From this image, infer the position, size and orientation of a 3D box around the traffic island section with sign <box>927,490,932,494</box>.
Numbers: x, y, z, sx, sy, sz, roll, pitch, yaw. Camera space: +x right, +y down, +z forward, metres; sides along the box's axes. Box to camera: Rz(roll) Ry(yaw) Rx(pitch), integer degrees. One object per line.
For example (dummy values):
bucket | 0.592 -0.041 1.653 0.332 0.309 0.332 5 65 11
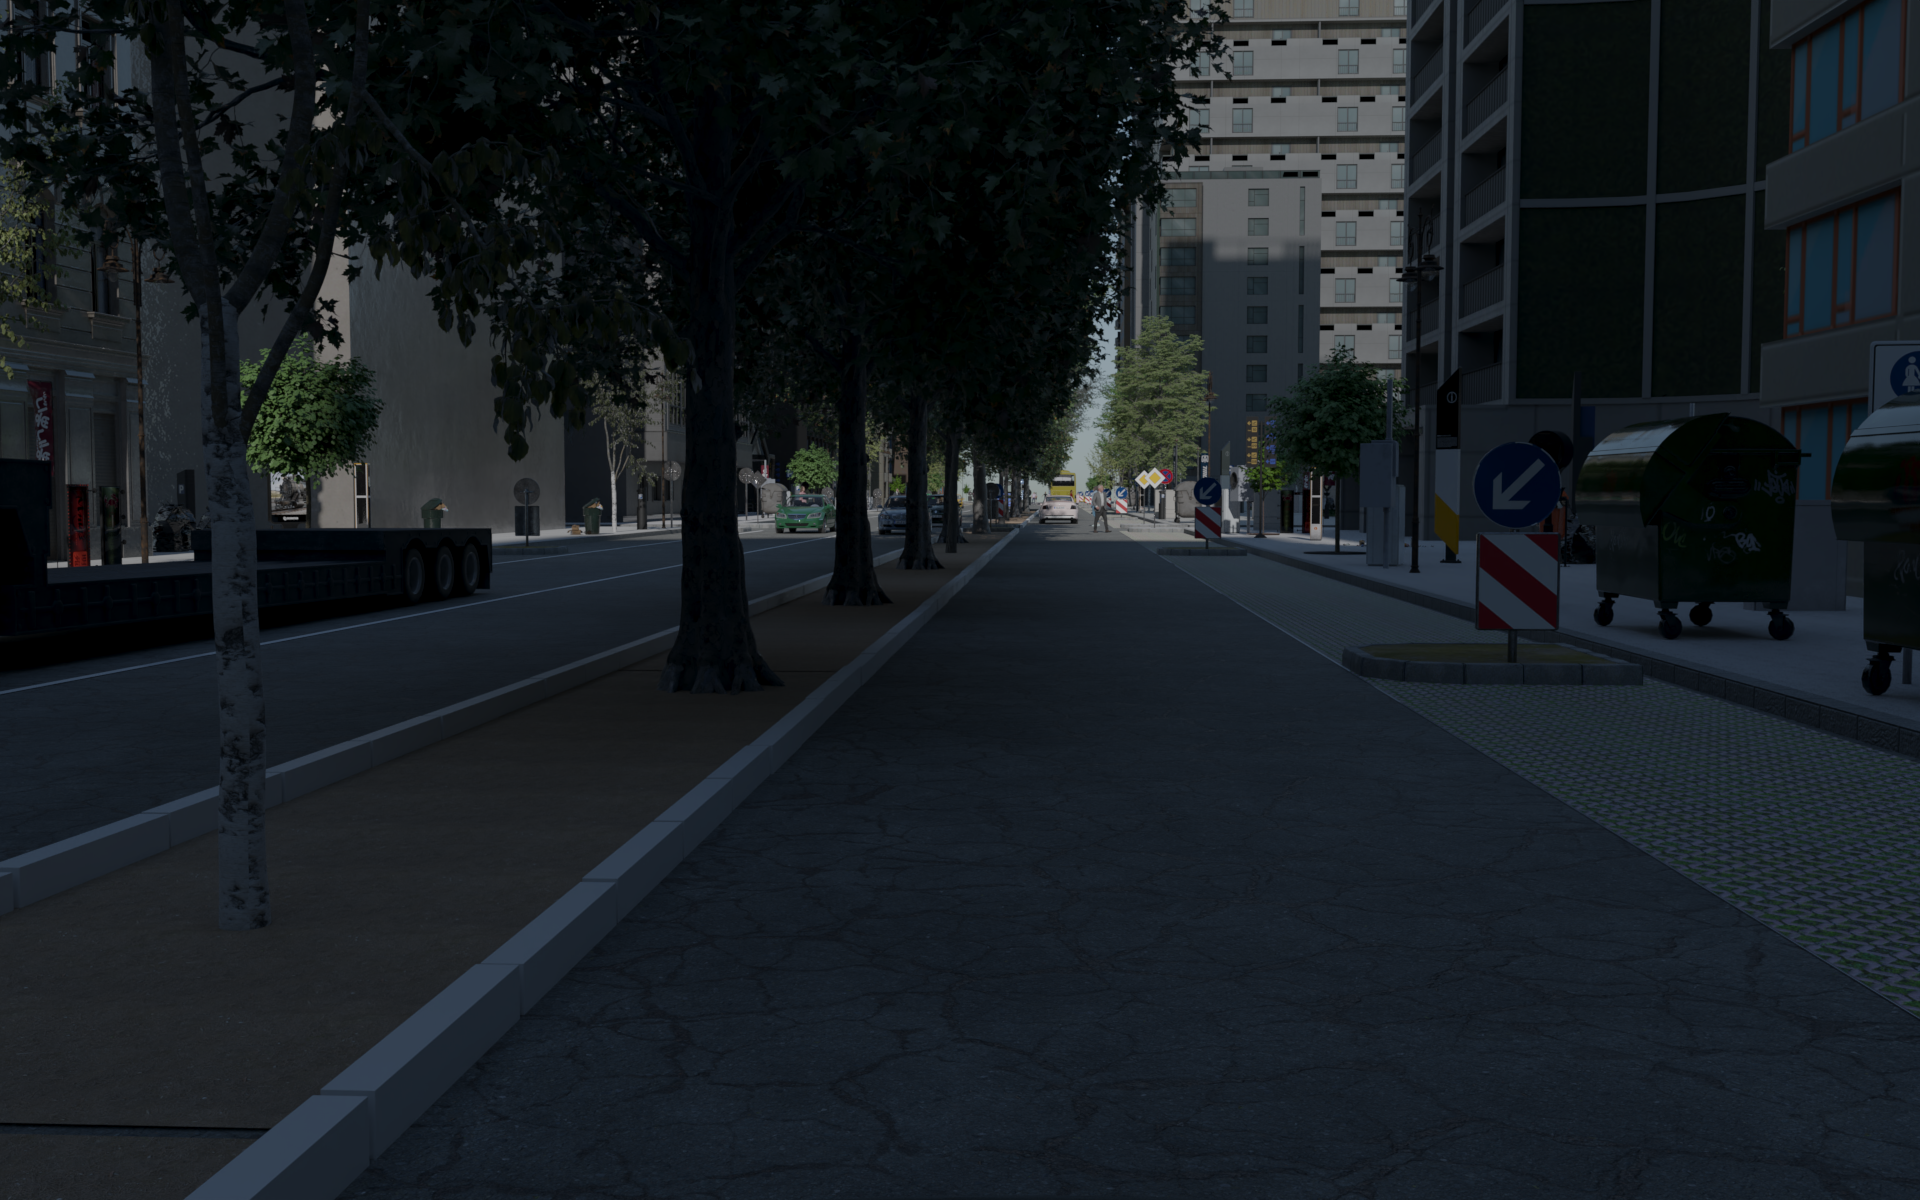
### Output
traffic island section with sign | -3.116 -10.069 173.262 1.989 1.847 2.006 0 4 3

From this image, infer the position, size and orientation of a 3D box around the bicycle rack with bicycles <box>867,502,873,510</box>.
bicycle rack with bicycles | -8.486 -7.556 136.923 2.925 0.926 2.852 0 4 5

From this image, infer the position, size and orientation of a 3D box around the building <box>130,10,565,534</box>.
building | -32.064 -15.285 54.418 34.151 26.468 19.350 0 4 3

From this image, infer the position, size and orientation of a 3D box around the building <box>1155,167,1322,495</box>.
building | 24.756 -23.580 157.236 14.160 30.474 14.107 0 4 3

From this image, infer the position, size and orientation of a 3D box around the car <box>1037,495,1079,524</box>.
car | 4.792 -4.411 84.487 2.083 1.381 4.827 0 4 2

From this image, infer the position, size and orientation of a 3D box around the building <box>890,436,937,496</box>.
building | -10.518 -37.556 264.146 14.600 45.320 14.200 0 4 3

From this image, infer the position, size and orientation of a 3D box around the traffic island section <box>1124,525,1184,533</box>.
traffic island section | 7.370 -2.639 65.436 2.009 0.180 2.903 0 4 3

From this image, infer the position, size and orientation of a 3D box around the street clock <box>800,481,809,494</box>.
street clock | -8.865 -5.777 99.030 0.471 2.002 0.358 -1 4 -19

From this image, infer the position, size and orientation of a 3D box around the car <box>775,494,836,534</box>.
car | -5.684 -3.218 64.404 2.131 1.459 4.920 0 4 4

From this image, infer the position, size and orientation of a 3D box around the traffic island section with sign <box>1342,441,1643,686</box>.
traffic island section with sign | 4.147 -0.321 13.875 1.989 1.847 2.006 0 4 3

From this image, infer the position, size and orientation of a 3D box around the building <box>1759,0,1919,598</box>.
building | 24.324 -10.021 8.878 27.650 21.520 28.899 0 4 3

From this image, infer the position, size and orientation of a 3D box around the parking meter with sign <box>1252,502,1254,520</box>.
parking meter with sign | 15.096 -5.589 87.649 0.543 3.016 1.738 1 4 17

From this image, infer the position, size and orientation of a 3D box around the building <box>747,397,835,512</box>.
building | -16.609 -18.435 131.088 12.332 23.373 15.834 0 4 3

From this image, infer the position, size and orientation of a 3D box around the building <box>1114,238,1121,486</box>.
building | 37.213 -38.964 291.688 22.147 44.769 28.867 0 4 3

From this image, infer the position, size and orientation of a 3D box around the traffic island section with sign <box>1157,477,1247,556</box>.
traffic island section with sign | 5.659 -1.967 40.788 1.989 1.847 2.006 0 4 3

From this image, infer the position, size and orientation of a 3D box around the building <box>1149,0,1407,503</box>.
building | 33.466 -35.940 176.861 28.713 52.752 27.495 0 4 3

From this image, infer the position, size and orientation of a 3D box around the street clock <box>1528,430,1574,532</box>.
street clock | 6.726 -0.931 19.799 0.358 2.002 0.471 -3 5 -44

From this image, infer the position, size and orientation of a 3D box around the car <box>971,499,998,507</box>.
car | 1.906 -7.444 131.498 2.009 1.686 4.222 0 4 4

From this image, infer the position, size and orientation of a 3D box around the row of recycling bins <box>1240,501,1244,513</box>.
row of recycling bins | 17.882 -6.794 118.201 1.069 1.692 3.534 -3 5 -44

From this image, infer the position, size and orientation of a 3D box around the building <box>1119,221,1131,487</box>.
building | 29.551 -36.181 241.671 14.600 45.320 14.200 0 4 3

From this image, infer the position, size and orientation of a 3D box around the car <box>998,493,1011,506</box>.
car | 4.738 -10.459 180.593 1.945 1.707 3.694 0 4 5

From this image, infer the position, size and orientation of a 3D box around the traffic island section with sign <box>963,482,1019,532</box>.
traffic island section with sign | 1.138 -3.541 66.026 2.006 1.907 1.989 0 4 3

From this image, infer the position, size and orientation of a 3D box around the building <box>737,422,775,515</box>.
building | -20.440 -14.806 109.534 16.820 18.784 16.811 0 4 3

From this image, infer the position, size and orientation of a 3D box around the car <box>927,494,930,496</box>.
car | -3.367 -9.600 165.748 1.959 1.807 4.718 0 4 4

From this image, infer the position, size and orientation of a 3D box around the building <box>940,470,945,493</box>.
building | -15.460 -27.045 287.230 27.650 21.520 28.899 0 4 3

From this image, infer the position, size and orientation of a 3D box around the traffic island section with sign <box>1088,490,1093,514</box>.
traffic island section with sign | 10.269 -6.966 122.522 1.989 1.847 2.006 0 4 3

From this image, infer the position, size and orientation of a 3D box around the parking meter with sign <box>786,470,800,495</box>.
parking meter with sign | -11.646 -7.722 122.522 0.543 3.016 1.738 -2 4 -35

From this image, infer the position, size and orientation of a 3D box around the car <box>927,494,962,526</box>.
car | -0.875 -4.056 76.097 2.009 1.686 4.222 0 4 5

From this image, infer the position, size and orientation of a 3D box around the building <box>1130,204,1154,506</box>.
building | 30.758 -40.547 204.941 21.231 58.520 28.212 0 4 3

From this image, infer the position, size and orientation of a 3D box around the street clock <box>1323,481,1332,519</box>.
street clock | 18.927 -5.185 89.344 0.471 2.002 0.358 -2 4 -26

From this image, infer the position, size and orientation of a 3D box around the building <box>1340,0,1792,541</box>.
building | 23.171 -37.377 49.372 20.563 71.187 20.611 0 4 3

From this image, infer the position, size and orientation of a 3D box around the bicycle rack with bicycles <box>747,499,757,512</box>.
bicycle rack with bicycles | -14.694 -6.632 121.813 2.925 0.926 2.852 2 4 31

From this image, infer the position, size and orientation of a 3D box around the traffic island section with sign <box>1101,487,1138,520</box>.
traffic island section with sign | 8.692 -5.261 94.640 1.989 1.847 2.006 0 4 3

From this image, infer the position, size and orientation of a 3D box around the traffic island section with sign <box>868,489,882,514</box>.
traffic island section with sign | -5.886 -7.064 124.124 1.989 1.847 2.006 0 4 3

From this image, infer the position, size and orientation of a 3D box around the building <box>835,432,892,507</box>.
building | -21.653 -19.565 164.919 27.650 21.520 28.899 0 4 3

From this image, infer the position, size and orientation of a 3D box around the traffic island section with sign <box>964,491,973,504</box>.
traffic island section with sign | 1.555 -15.124 255.903 1.989 1.847 2.006 0 4 3

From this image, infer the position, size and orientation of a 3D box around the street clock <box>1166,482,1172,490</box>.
street clock | 11.499 -5.563 95.518 0.358 2.002 0.471 -1 4 -11

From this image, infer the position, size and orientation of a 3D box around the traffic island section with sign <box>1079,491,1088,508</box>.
traffic island section with sign | 13.138 -10.070 173.279 1.989 1.847 2.006 0 4 3

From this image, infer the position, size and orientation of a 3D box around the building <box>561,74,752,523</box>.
building | -19.715 -18.061 88.810 14.314 27.812 24.014 0 4 3

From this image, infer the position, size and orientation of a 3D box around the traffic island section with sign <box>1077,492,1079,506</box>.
traffic island section with sign | 14.646 -11.719 200.238 1.989 1.847 2.006 0 4 3

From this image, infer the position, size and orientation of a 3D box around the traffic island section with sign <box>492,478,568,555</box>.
traffic island section with sign | -10.541 -2.021 41.673 1.989 1.847 2.006 0 4 3

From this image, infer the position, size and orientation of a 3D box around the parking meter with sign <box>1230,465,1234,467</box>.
parking meter with sign | 16.287 -6.687 105.601 0.543 3.016 1.738 0 4 0

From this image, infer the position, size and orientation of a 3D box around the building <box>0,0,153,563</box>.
building | -21.858 -10.849 26.529 9.793 20.994 18.267 0 4 3

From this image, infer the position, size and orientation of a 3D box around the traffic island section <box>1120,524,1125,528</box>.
traffic island section | 7.820 -3.127 73.409 2.009 0.180 2.903 0 4 3

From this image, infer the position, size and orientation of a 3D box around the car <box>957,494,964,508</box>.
car | -0.530 -9.857 171.393 2.015 1.641 3.980 0 4 3

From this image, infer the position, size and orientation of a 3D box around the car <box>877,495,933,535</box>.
car | -1.963 -3.104 62.746 2.014 1.417 4.499 0 4 2

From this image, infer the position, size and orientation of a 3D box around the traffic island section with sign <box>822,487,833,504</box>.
traffic island section with sign | -7.421 -5.402 96.944 1.989 1.847 2.006 0 4 3

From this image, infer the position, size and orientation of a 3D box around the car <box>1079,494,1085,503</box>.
car | 19.052 -16.164 274.503 2.015 1.641 3.980 0 4 2

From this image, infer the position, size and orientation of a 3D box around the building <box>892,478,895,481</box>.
building | -21.732 -36.907 192.675 28.713 52.752 27.495 0 4 3

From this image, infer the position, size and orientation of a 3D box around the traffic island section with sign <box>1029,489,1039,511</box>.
traffic island section with sign | 5.790 -8.581 148.441 2.006 1.907 1.989 0 4 3
